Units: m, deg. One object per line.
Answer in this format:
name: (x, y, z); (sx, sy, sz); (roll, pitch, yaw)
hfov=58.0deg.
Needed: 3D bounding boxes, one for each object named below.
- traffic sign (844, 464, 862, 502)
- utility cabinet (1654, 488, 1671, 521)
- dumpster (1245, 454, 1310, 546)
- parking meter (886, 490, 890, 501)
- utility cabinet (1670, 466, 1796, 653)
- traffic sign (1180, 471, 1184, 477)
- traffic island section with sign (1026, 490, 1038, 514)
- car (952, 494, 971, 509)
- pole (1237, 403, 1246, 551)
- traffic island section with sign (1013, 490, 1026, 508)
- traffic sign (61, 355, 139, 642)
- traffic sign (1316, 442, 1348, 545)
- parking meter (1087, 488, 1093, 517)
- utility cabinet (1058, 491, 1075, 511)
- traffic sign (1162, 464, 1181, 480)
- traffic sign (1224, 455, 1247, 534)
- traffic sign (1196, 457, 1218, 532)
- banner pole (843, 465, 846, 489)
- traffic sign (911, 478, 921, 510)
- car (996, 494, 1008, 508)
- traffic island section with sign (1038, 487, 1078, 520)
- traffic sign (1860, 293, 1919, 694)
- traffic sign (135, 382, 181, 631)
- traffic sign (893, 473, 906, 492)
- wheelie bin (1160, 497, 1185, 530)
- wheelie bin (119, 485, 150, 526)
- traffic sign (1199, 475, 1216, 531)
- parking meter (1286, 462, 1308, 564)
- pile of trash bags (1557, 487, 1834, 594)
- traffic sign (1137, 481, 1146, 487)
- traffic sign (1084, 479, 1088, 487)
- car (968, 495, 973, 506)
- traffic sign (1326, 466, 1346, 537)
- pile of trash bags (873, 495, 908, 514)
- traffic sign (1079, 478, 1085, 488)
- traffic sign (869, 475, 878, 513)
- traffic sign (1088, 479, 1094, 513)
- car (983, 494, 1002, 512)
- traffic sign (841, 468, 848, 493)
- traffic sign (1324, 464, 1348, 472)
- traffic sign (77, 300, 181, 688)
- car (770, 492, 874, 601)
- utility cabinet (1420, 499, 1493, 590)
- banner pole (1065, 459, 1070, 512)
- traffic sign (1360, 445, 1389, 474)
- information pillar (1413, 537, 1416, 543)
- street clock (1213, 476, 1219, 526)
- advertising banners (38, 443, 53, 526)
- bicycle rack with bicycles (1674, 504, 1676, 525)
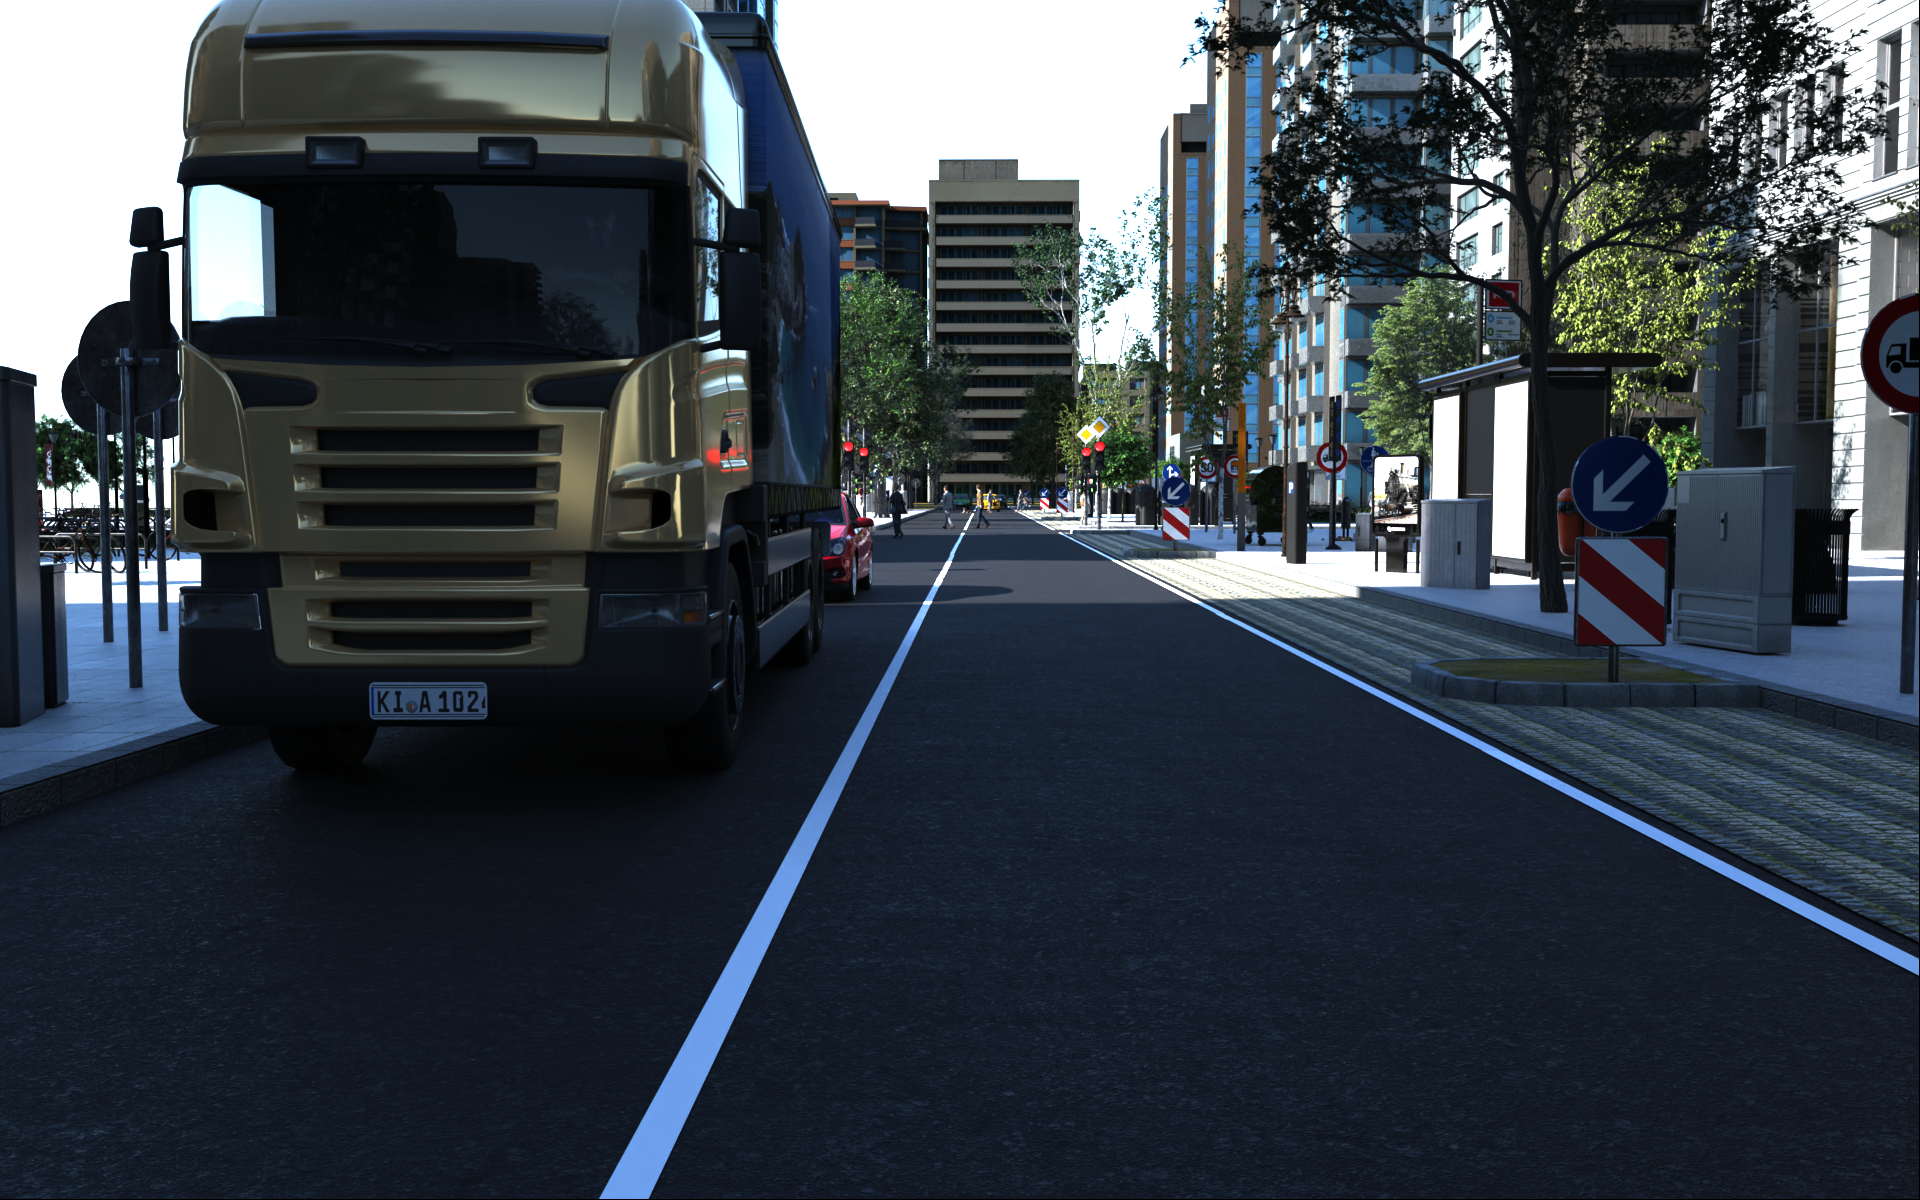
traffic sign: (-4.496, -4.432, 72.571); (0.768, 2.556, 0.104); (0, 4, 5)
utility cabinet: (23.748, -3.065, 58.800); (1.173, 1.500, 0.318); (-2, 4, -31)
dumpster: (7.875, -2.507, 43.487); (1.502, 2.255, 1.985); (0, 4, 1)
parking meter: (-4.539, -6.030, 106.998); (0.372, 1.533, 0.369); (0, 3, 0)
utility cabinet: (6.362, -0.344, 14.297); (0.318, 1.500, 1.173); (-1, 4, -10)
traffic sign: (11.872, -5.780, 94.615); (0.768, 2.556, 0.104); (0, 4, 3)
traffic island section with sign: (5.832, -6.952, 122.299); (1.989, 1.847, 2.006); (0, 4, 1)
car: (0.066, -9.569, 165.257); (1.959, 1.807, 4.718); (0, 4, 2)
pole: (6.328, -2.755, 38.891); (0.158, 3.312, 0.155); (0, 3, 0)
traffic island section with sign: (6.521, -10.075, 173.355); (1.989, 1.847, 2.006); (0, 4, 1)
traffic sign: (-7.387, -0.908, 14.949); (0.768, 2.556, 0.104); (0, 4, 5)
traffic sign: (8.988, -2.558, 41.935); (0.768, 2.556, 0.104); (0, 4, 2)
parking meter: (7.219, -5.542, 96.325); (0.255, 1.863, 0.399); (-2, 4, -24)
utility cabinet: (7.768, -7.194, 126.302); (1.173, 1.500, 0.318); (1, 4, 23)
traffic sign: (8.901, -4.456, 72.967); (0.768, 2.556, 0.104); (1, 4, 9)
traffic sign: (8.884, -3.417, 55.979); (0.768, 2.556, 0.104); (0, 4, 3)
traffic sign: (8.281, -3.552, 58.181); (0.768, 2.556, 0.104); (0, 4, 1)
banner pole: (-7.170, -6.967, 103.935); (0.863, 3.779, 0.401); (2, 4, 25)
traffic sign: (-3.564, -8.552, 139.935); (0.768, 2.556, 0.104); (1, 4, 8)
car: (4.090, -10.535, 184.048); (2.131, 1.459, 4.920); (0, 4, 1)
traffic island section with sign: (5.473, -5.304, 95.346); (1.989, 1.847, 2.006); (0, 4, 1)
traffic sign: (6.099, -0.671, 11.080); (0.768, 2.556, 0.104); (0, 4, 1)
traffic sign: (-7.472, -0.982, 16.168); (0.768, 2.556, 0.104); (0, 4, 3)
traffic sign: (-3.598, -6.246, 102.234); (0.768, 2.556, 0.104); (0, 4, 2)
wheelie bin: (7.199, -3.097, 58.538); (0.693, 1.594, 0.980); (-1, 4, -22)
wheelie bin: (-28.587, -3.182, 59.938); (0.980, 1.594, 0.693); (-3, 5, -45)
traffic sign: (8.532, -3.526, 59.783); (0.606, 2.300, 0.079); (1, 4, 10)
parking meter: (6.198, -1.601, 31.888); (0.255, 1.863, 0.399); (-1, 4, -16)
pile of trash bags: (9.691, -0.817, 23.116); (3.447, 1.369, 1.912); (0, 4, 5)
traffic sign: (10.158, -6.017, 98.383); (0.884, 2.594, 0.081); (0, 4, 3)
traffic sign: (9.362, -7.667, 125.361); (0.884, 2.594, 0.081); (0, 4, 1)
car: (0.657, -12.251, 212.884); (1.945, 1.354, 3.894); (0, 4, 3)
traffic sign: (11.054, -2.989, 51.000); (0.606, 2.300, 0.079); (1, 4, 10)
pile of trash bags: (-4.747, -6.261, 112.123); (1.912, 1.369, 3.447); (-2, 4, -25)
traffic sign: (9.806, -8.369, 136.936); (0.768, 2.556, 0.104); (0, 4, 7)
traffic sign: (-5.814, -6.998, 114.516); (0.768, 2.556, 0.104); (1, 4, 9)
traffic sign: (9.040, -7.168, 117.307); (0.768, 2.556, 0.104); (0, 4, 5)
car: (2.363, -7.914, 139.624); (2.015, 1.641, 3.980); (0, 4, 0)
traffic sign: (-5.845, -5.236, 85.714); (0.768, 2.556, 0.104); (0, 4, 4)
traffic sign: (11.786, -3.327, 54.496); (0.768, 2.556, 0.104); (0, 4, 8)
traffic sign: (-5.472, -0.692, 11.423); (0.768, 2.556, 0.104); (1, 4, 10)
car: (-2.259, -0.955, 24.648); (2.155, 1.783, 4.494); (0, 4, 2)
utility cabinet: (6.770, -0.766, 23.688); (0.306, 1.237, 1.020); (-2, 4, -32)
banner pole: (7.673, -8.259, 125.053); (0.401, 3.779, 0.863); (-1, 4, -9)
traffic sign: (10.899, -2.778, 45.528); (0.768, 2.556, 0.104); (1, 4, 10)
information pillar: (11.889, -2.521, 45.703); (0.304, 2.012, 0.304); (1, 4, 18)
street clock: (10.314, -3.970, 69.479); (0.358, 2.002, 0.471); (0, 4, 4)
advertising banners: (-31.588, -3.859, 59.282); (0.090, 3.025, 2.074); (0, 4, 4)
bicycle rack with bicycles: (25.314, -2.899, 60.778); (2.925, 0.926, 2.852); (-2, 4, -32)
